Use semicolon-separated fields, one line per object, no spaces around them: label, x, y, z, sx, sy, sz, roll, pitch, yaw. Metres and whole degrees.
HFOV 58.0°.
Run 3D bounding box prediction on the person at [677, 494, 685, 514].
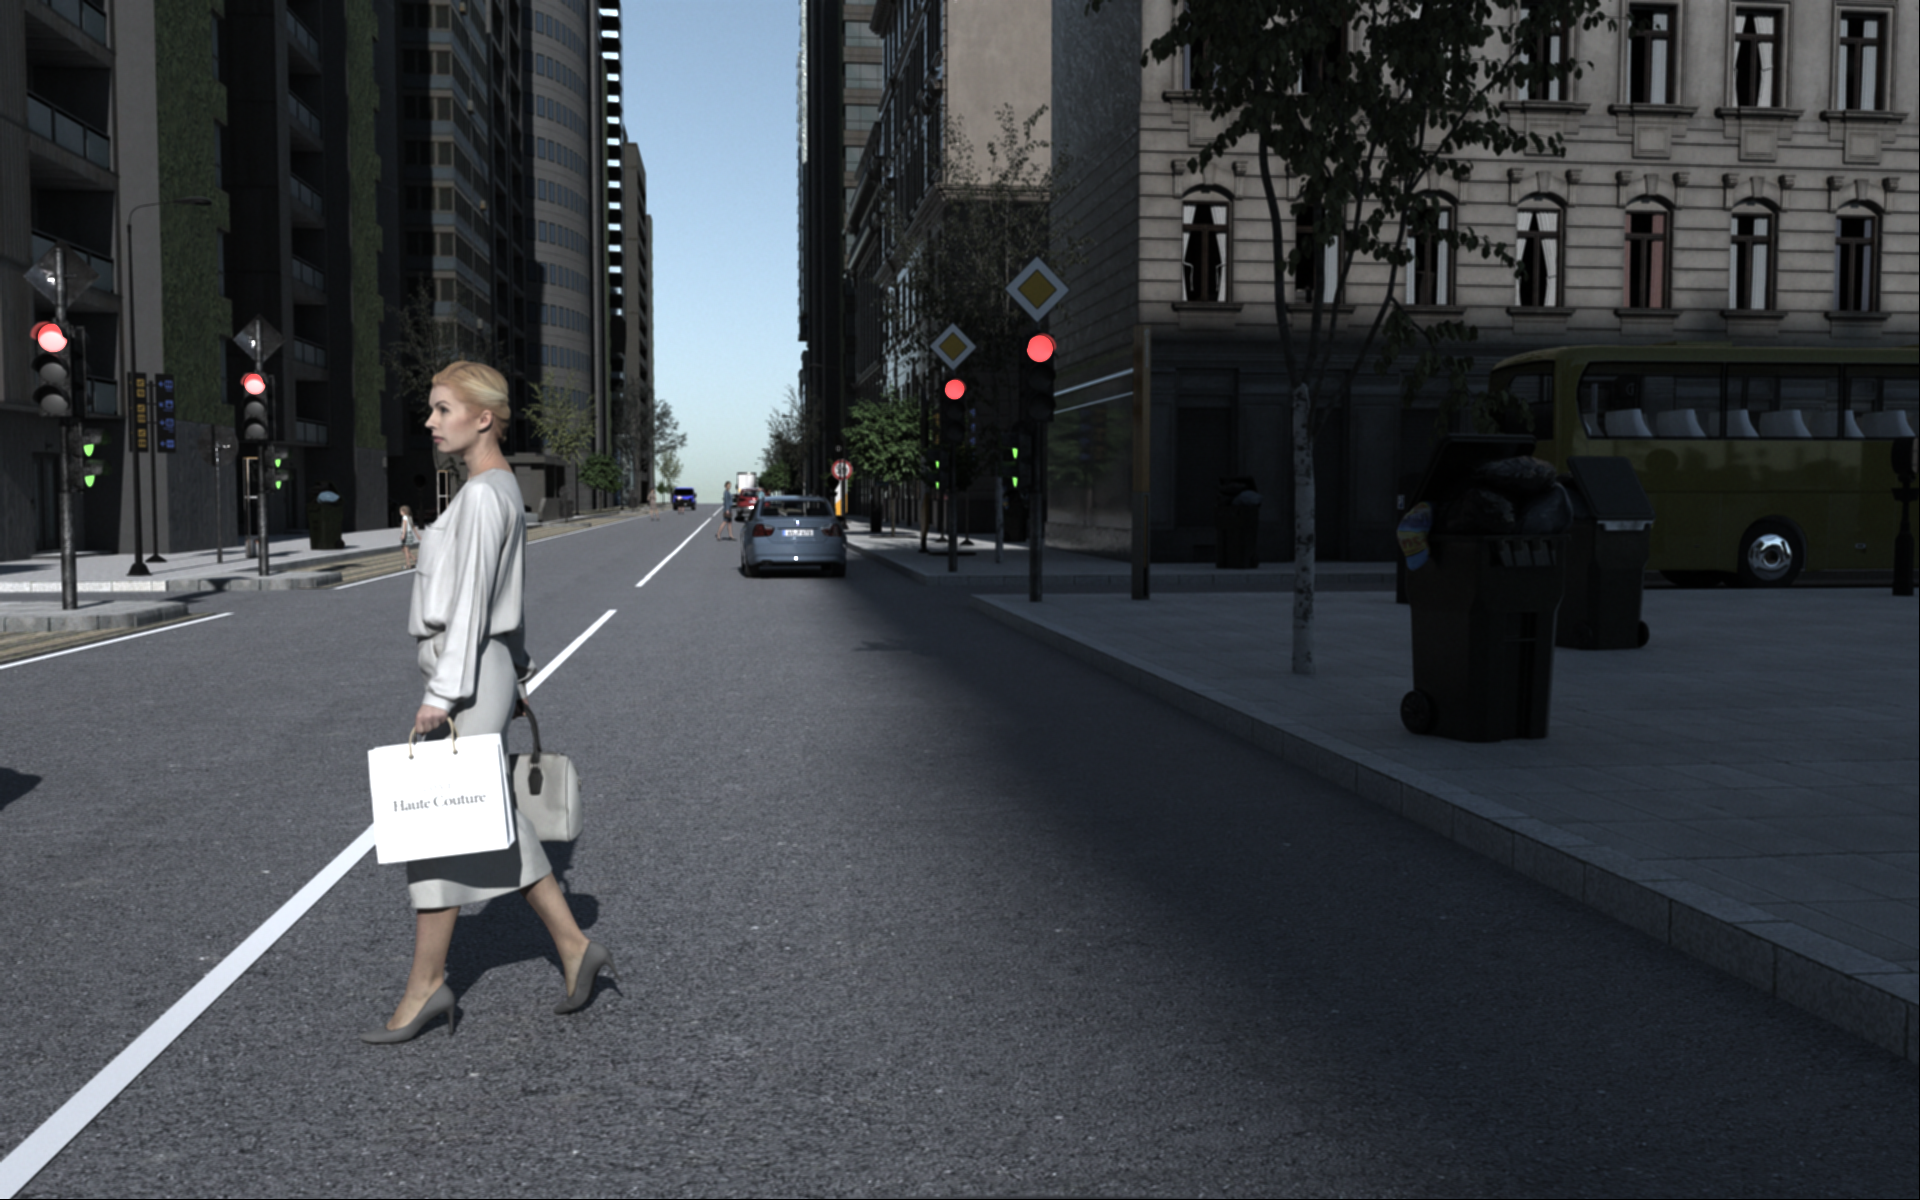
person;-20.005;-6.859;123.835;0.799;1.438;0.628;1;4;19

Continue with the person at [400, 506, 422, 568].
person;-10.555;-1.203;33.186;0.382;1.210;0.505;0;4;-2

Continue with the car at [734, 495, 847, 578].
car;-3.025;-1.166;31.074;2.014;1.417;4.499;-1;4;-8

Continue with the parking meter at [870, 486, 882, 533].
parking meter;-2.805;-3.023;57.841;0.372;1.533;0.369;0;3;0

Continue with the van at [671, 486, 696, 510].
van;-24.799;-9.266;155.883;2.240;2.365;5.245;0;4;-7

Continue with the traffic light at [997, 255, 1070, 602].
traffic light;0.883;-1.935;20.557;0.839;4.253;0.868;0;4;-7

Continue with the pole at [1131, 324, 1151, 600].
pole;2.197;-1.660;20.985;0.158;3.312;0.155;0;3;0

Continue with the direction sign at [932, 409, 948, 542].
direction sign;-0.468;-3.304;46.012;0.379;3.537;0.876;-3;4;-36

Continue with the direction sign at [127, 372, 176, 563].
direction sign;-15.152;-2.479;32.531;0.379;3.537;0.876;3;4;38

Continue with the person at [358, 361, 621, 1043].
person;-1.248;0.261;4.587;0.624;1.780;0.694;0;4;3

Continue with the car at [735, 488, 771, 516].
car;-12.844;-6.046;107.533;2.281;1.827;5.304;0;4;-8

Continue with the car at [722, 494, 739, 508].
car;-20.694;-9.073;158.132;2.009;1.686;4.222;-1;4;-8

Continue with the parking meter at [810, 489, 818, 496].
parking meter;-7.267;-4.751;86.092;0.372;1.533;0.369;0;3;0

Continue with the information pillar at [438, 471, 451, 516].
information pillar;-16.385;-3.093;55.063;0.304;2.012;0.304;0;4;5

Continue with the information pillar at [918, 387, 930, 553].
information pillar;-0.770;-2.838;37.756;0.183;3.616;0.504;-1;4;-14

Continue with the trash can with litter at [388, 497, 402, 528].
trash can with litter;-21.445;-3.342;66.034;1.055;1.170;0.624;-3;5;-39

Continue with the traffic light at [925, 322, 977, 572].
traffic light;-0.139;-2.419;28.477;0.839;4.253;0.868;0;4;-7

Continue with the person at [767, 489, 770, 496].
person;-13.768;-7.125;124.936;0.705;1.831;1.348;0;4;-1

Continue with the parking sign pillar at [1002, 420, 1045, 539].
parking sign pillar;1.773;-3.794;50.499;1.447;3.967;1.447;-3;4;-36

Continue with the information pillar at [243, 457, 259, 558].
information pillar;-14.167;-1.851;34.753;0.304;2.012;0.304;-3;4;-36

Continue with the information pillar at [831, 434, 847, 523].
information pillar;-4.673;-4.671;67.728;0.504;3.616;0.183;-1;4;-16

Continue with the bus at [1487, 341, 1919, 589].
bus;14.358;-2.129;26.359;12.252;3.916;2.896;0;4;-6

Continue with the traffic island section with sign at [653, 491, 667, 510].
traffic island section with sign;-27.220;-8.841;153.179;1.989;1.847;2.006;0;4;-7

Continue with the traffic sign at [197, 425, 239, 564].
traffic sign;-13.656;-1.944;31.884;0.768;2.556;0.104;0;4;2

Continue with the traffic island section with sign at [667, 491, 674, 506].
traffic island section with sign;-34.242;-12.160;207.448;1.989;1.847;2.006;0;4;-7

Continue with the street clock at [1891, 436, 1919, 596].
street clock;11.921;-1.056;21.836;0.471;2.002;0.358;-3;5;-42

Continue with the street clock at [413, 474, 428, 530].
street clock;-19.425;-3.538;62.414;0.471;2.002;0.358;0;4;-1

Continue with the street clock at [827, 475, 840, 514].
street clock;-4.758;-3.697;65.009;0.471;2.002;0.358;-1;4;-9

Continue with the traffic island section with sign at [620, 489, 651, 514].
traffic island section with sign;-23.713;-7.175;125.931;1.989;1.847;2.006;0;4;-7

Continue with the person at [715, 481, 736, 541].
person;-7.206;-2.744;53.389;0.654;1.822;0.581;1;4;14

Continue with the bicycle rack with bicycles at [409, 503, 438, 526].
bicycle rack with bicycles;-21.069;-3.484;70.353;2.925;0.926;2.852;-2;4;-24

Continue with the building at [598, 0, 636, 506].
building;-48.790;-54.215;199.080;22.319;86.520;31.000;0;4;-7

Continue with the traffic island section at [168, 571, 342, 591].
traffic island section;-10.950;-0.301;27.205;2.009;0.180;2.903;0;4;-7

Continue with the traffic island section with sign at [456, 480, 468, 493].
traffic island section with sign;-13.683;-2.422;48.223;1.989;1.847;2.006;0;4;-7

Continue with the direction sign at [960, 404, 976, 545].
direction sign;0.177;-3.148;43.473;0.379;3.537;0.876;2;4;27

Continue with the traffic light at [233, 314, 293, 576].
traffic light;-10.909;-2.334;27.075;0.839;4.253;0.868;0;4;-7

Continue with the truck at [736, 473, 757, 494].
truck;-28.468;-14.808;231.017;2.839;4.237;11.283;0;4;-7

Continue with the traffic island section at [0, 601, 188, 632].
traffic island section;-9.928;0.183;19.285;2.009;0.180;2.903;0;4;-7

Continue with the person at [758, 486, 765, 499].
person;-10.531;-5.118;92.036;0.748;1.841;0.638;3;5;41

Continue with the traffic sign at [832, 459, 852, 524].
traffic sign;-4.330;-3.885;63.628;0.768;2.556;0.104;0;4;-4

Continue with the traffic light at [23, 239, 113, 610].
traffic light;-9.887;-1.849;19.156;0.839;4.253;0.868;0;4;-7

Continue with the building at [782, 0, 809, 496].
building;-14.095;-57.081;245.945;22.319;86.520;31.000;0;4;-7

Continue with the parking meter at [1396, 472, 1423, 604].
parking meter;5.319;-0.728;20.310;0.372;1.533;0.369;0;3;0

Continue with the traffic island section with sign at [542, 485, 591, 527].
traffic island section with sign;-17.294;-4.136;76.249;1.989;1.847;2.006;0;4;-7

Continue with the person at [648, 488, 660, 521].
person;-16.563;-5.188;93.658;0.599;1.781;0.374;1;4;15
